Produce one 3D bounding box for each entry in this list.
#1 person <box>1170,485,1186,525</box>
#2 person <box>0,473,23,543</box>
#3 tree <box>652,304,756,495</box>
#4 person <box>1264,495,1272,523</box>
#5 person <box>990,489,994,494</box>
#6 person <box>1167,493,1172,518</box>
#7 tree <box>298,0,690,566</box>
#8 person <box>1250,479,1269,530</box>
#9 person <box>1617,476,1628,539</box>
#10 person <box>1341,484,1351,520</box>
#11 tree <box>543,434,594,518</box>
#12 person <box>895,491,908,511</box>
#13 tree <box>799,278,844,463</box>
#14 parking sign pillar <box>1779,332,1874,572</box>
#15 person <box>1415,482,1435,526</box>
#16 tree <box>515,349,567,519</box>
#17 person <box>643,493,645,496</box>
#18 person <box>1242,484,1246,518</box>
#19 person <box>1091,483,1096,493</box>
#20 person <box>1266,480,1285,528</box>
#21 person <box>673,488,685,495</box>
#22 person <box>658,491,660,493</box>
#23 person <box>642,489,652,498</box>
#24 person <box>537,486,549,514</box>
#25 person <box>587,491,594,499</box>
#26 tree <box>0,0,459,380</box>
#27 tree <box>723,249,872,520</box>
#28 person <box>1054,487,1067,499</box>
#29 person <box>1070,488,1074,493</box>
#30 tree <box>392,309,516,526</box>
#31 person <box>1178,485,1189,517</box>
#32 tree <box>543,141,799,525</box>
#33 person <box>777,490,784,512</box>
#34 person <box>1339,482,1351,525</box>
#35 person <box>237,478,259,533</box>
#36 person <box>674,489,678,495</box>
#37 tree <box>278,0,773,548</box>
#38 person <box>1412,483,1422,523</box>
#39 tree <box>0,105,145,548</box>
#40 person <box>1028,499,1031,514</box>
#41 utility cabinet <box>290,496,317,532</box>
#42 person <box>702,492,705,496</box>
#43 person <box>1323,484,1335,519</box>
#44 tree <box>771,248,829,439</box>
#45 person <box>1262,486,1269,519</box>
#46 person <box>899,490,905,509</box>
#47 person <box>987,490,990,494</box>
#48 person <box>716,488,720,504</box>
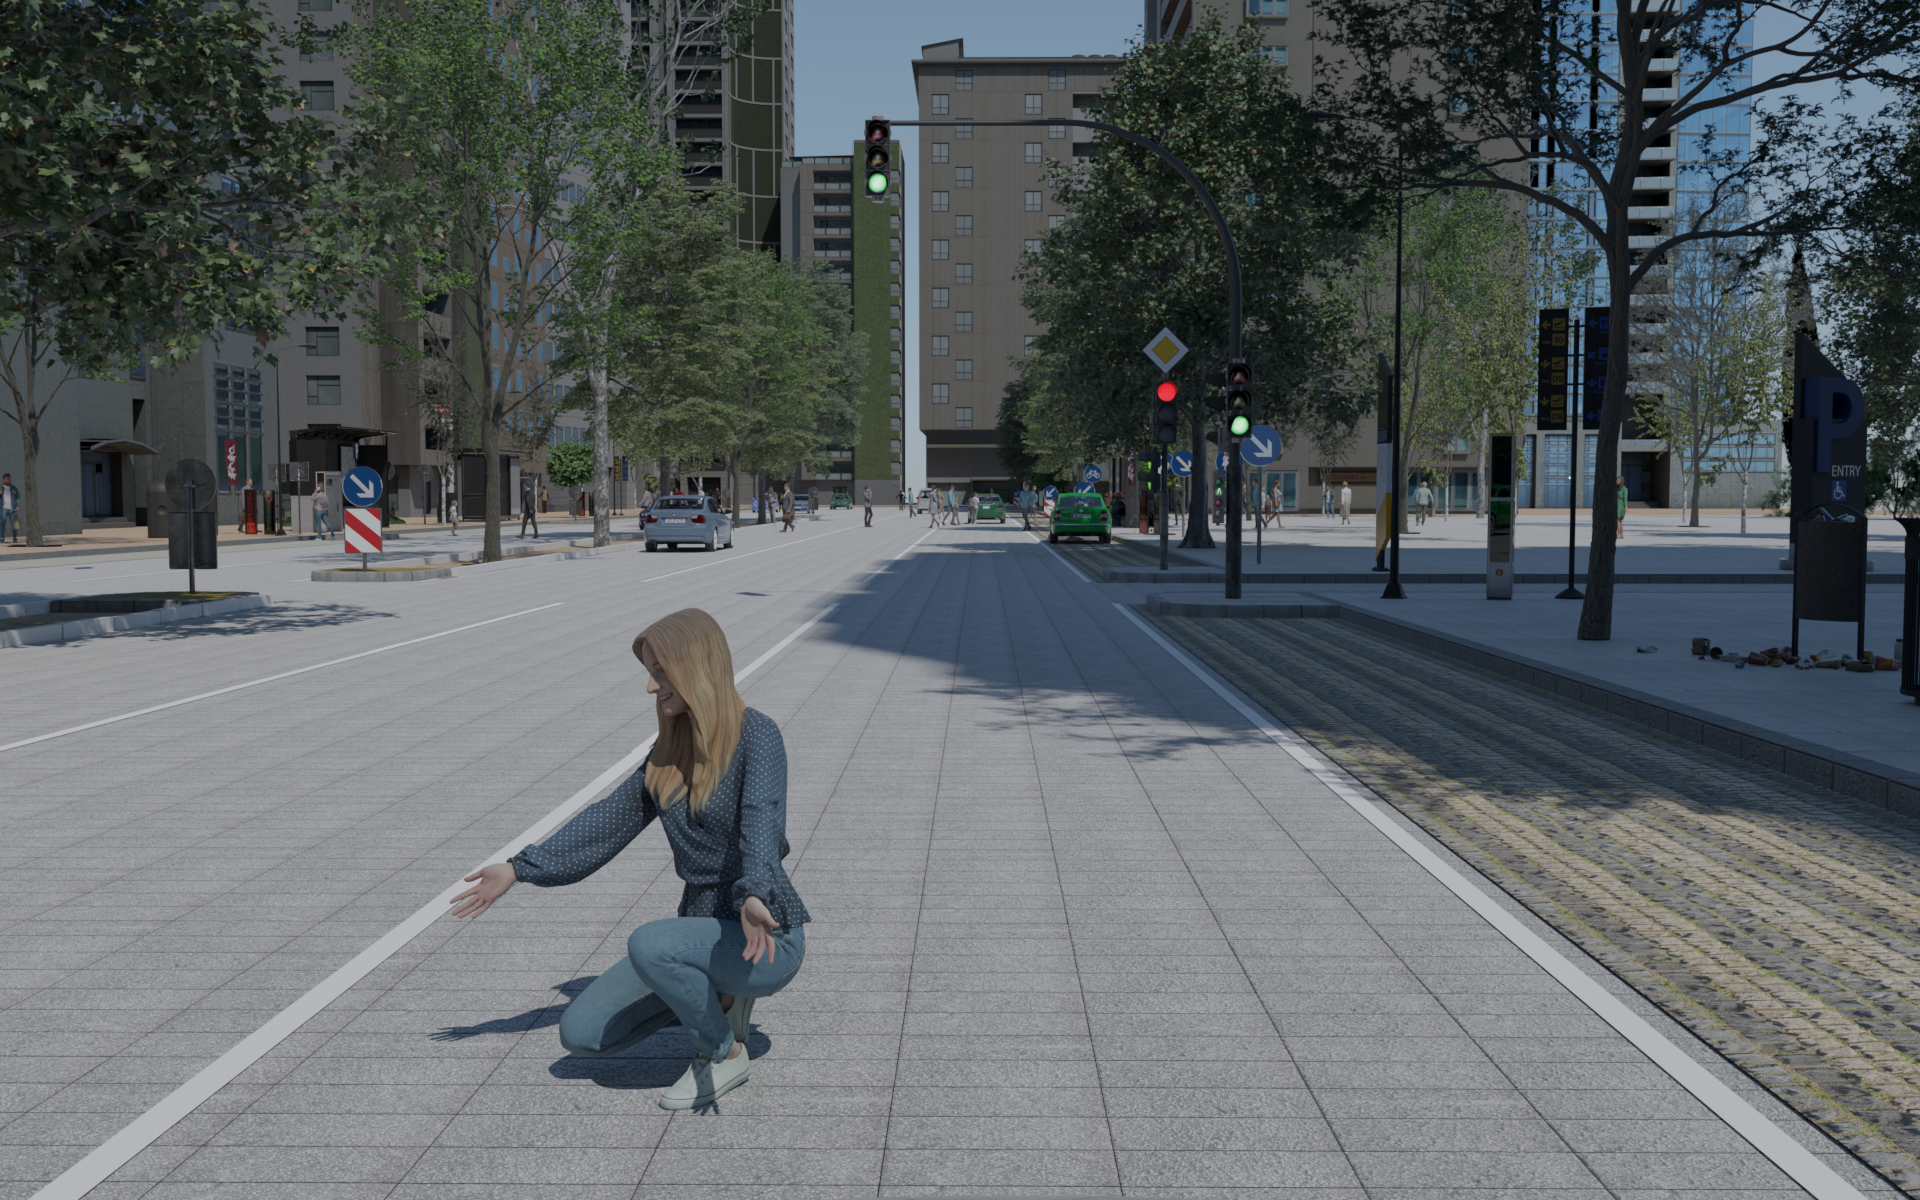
[{"bbox_3d":[8.945,-4.013,71.020,0.648,1.900,0.474,1,4,9],"label":"person"},{"bbox_3d":[-24.840,-2.401,45.280,0.794,1.824,0.713,-1,4,-9],"label":"person"},{"bbox_3d":[-9.648,-6.808,64.133,4.360,8.622,3.978,0,3,0],"label":"tree"},{"bbox_3d":[13.506,-3.990,75.946,0.362,1.253,0.373,2,4,31],"label":"person"},{"bbox_3d":[2.247,-7.087,124.504,0.705,1.807,1.348,3,5,42],"label":"person"},{"bbox_3d":[10.937,-5.312,92.810,0.836,1.842,0.656,0,4,0],"label":"person"},{"bbox_3d":[-9.211,-6.472,34.024,9.928,11.665,9.643,0,3,0],"label":"tree"},{"bbox_3d":[10.639,-3.391,61.499,0.620,1.820,0.660,0,4,-5],"label":"person"},{"bbox_3d":[18.892,-2.648,49.581,0.529,1.795,0.600,-2,4,-35],"label":"person"},{"bbox_3d":[18.849,-4.811,84.707,0.555,1.821,0.388,1,4,15],"label":"person"},{"bbox_3d":[-21.043,-6.742,93.942,4.285,4.588,4.351,0,3,0],"label":"tree"},{"bbox_3d":[-5.027,-8.541,148.969,1.217,1.723,0.721,2,4,23],"label":"person"},{"bbox_3d":[-9.303,-9.779,80.477,7.486,12.596,7.792,0,3,0],"label":"tree"},{"bbox_3d":[14.624,-2.487,29.129,1.447,3.967,1.447,-2,4,-24],"label":"parking sign pillar"},{"bbox_3d":[18.696,-3.856,69.566,0.782,1.767,0.515,0,4,8],"label":"person"},{"bbox_3d":[-21.717,-8.411,87.889,4.360,8.622,3.978,0,3,0],"label":"tree"},{"bbox_3d":[-26.936,-8.608,148.261,0.415,1.643,0.593,-1,4,-14],"label":"person"},{"bbox_3d":[15.384,-5.317,93.158,0.709,1.800,0.728,2,4,25],"label":"person"},{"bbox_3d":[6.114,-4.510,80.199,0.534,1.772,0.576,3,5,40],"label":"person"},{"bbox_3d":[11.860,-3.611,65.173,0.778,1.811,0.616,1,4,17],"label":"person"},{"bbox_3d":[-23.410,-8.457,144.273,1.348,1.831,0.705,-1,4,-19],"label":"person"},{"bbox_3d":[-18.004,-5.826,103.943,0.721,1.800,0.419,2,4,24],"label":"person"},{"bbox_3d":[-27.872,-9.041,154.569,0.721,1.736,1.217,3,5,39],"label":"person"},{"bbox_3d":[-27.513,-6.625,114.448,0.705,1.812,1.348,1,4,21],"label":"person"},{"bbox_3d":[-25.914,-7.178,123.342,1.348,1.831,0.705,0,4,-8],"label":"person"},{"bbox_3d":[-9.810,-5.847,15.058,9.611,12.733,9.660,0,3,0],"label":"tree"},{"bbox_3d":[-8.988,-11.100,90.594,9.857,13.997,8.962,0,3,0],"label":"tree"},{"bbox_3d":[7.912,-7.769,133.076,1.348,1.822,0.705,-1,4,-16],"label":"person"},{"bbox_3d":[6.854,-6.018,105.909,0.415,1.643,0.593,0,4,1],"label":"person"},{"bbox_3d":[-20.657,-7.311,69.896,4.360,8.622,3.978,0,3,0],"label":"tree"},{"bbox_3d":[12.464,-5.579,97.104,0.795,1.843,0.661,-1,4,-20],"label":"person"},{"bbox_3d":[-9.620,-8.282,55.988,7.486,12.596,7.792,0,3,0],"label":"tree"},{"bbox_3d":[-14.326,-7.931,138.886,1.217,1.735,0.721,0,4,-2],"label":"person"},{"bbox_3d":[16.078,-4.028,72.128,0.478,1.798,0.641,0,4,-7],"label":"person"},{"bbox_3d":[-23.452,-3.121,57.168,0.767,1.812,0.694,0,4,7],"label":"person"},{"bbox_3d":[-24.441,-8.718,149.104,1.217,1.766,0.721,-3,5,-42],"label":"person"},{"bbox_3d":[-10.485,-11.424,45.128,12.611,20.169,13.585,0,3,0],"label":"tree"},{"bbox_3d":[20.399,-4.316,76.947,0.601,1.785,0.444,3,5,43],"label":"person"},{"bbox_3d":[-22.549,-7.091,41.697,9.928,11.665,9.643,0,3,0],"label":"tree"},{"bbox_3d":[4.768,-6.776,122.510,0.991,1.433,0.599,0,4,-1],"label":"person"},{"bbox_3d":[-21.890,-2.867,58.036,1.020,1.237,0.306,1,4,15],"label":"utility cabinet"},{"bbox_3d":[-21.180,-8.250,141.876,0.436,1.711,0.756,1,4,20],"label":"person"},{"bbox_3d":[19.146,-5.103,89.829,0.623,1.781,0.721,1,4,18],"label":"person"},{"bbox_3d":[-9.245,-8.777,71.714,9.928,11.665,9.643,0,3,0],"label":"tree"},{"bbox_3d":[15.663,-5.054,89.679,0.512,1.701,0.522,-3,4,-37],"label":"person"},{"bbox_3d":[-5.519,-9.475,163.281,0.599,1.838,0.709,2,4,35],"label":"person"},{"bbox_3d":[2.716,-9.248,159.723,1.348,1.821,0.705,2,4,25],"label":"person"},{"bbox_3d":[-20.924,-8.755,149.326,0.705,1.807,1.348,-2,4,-33],"label":"person"}]
